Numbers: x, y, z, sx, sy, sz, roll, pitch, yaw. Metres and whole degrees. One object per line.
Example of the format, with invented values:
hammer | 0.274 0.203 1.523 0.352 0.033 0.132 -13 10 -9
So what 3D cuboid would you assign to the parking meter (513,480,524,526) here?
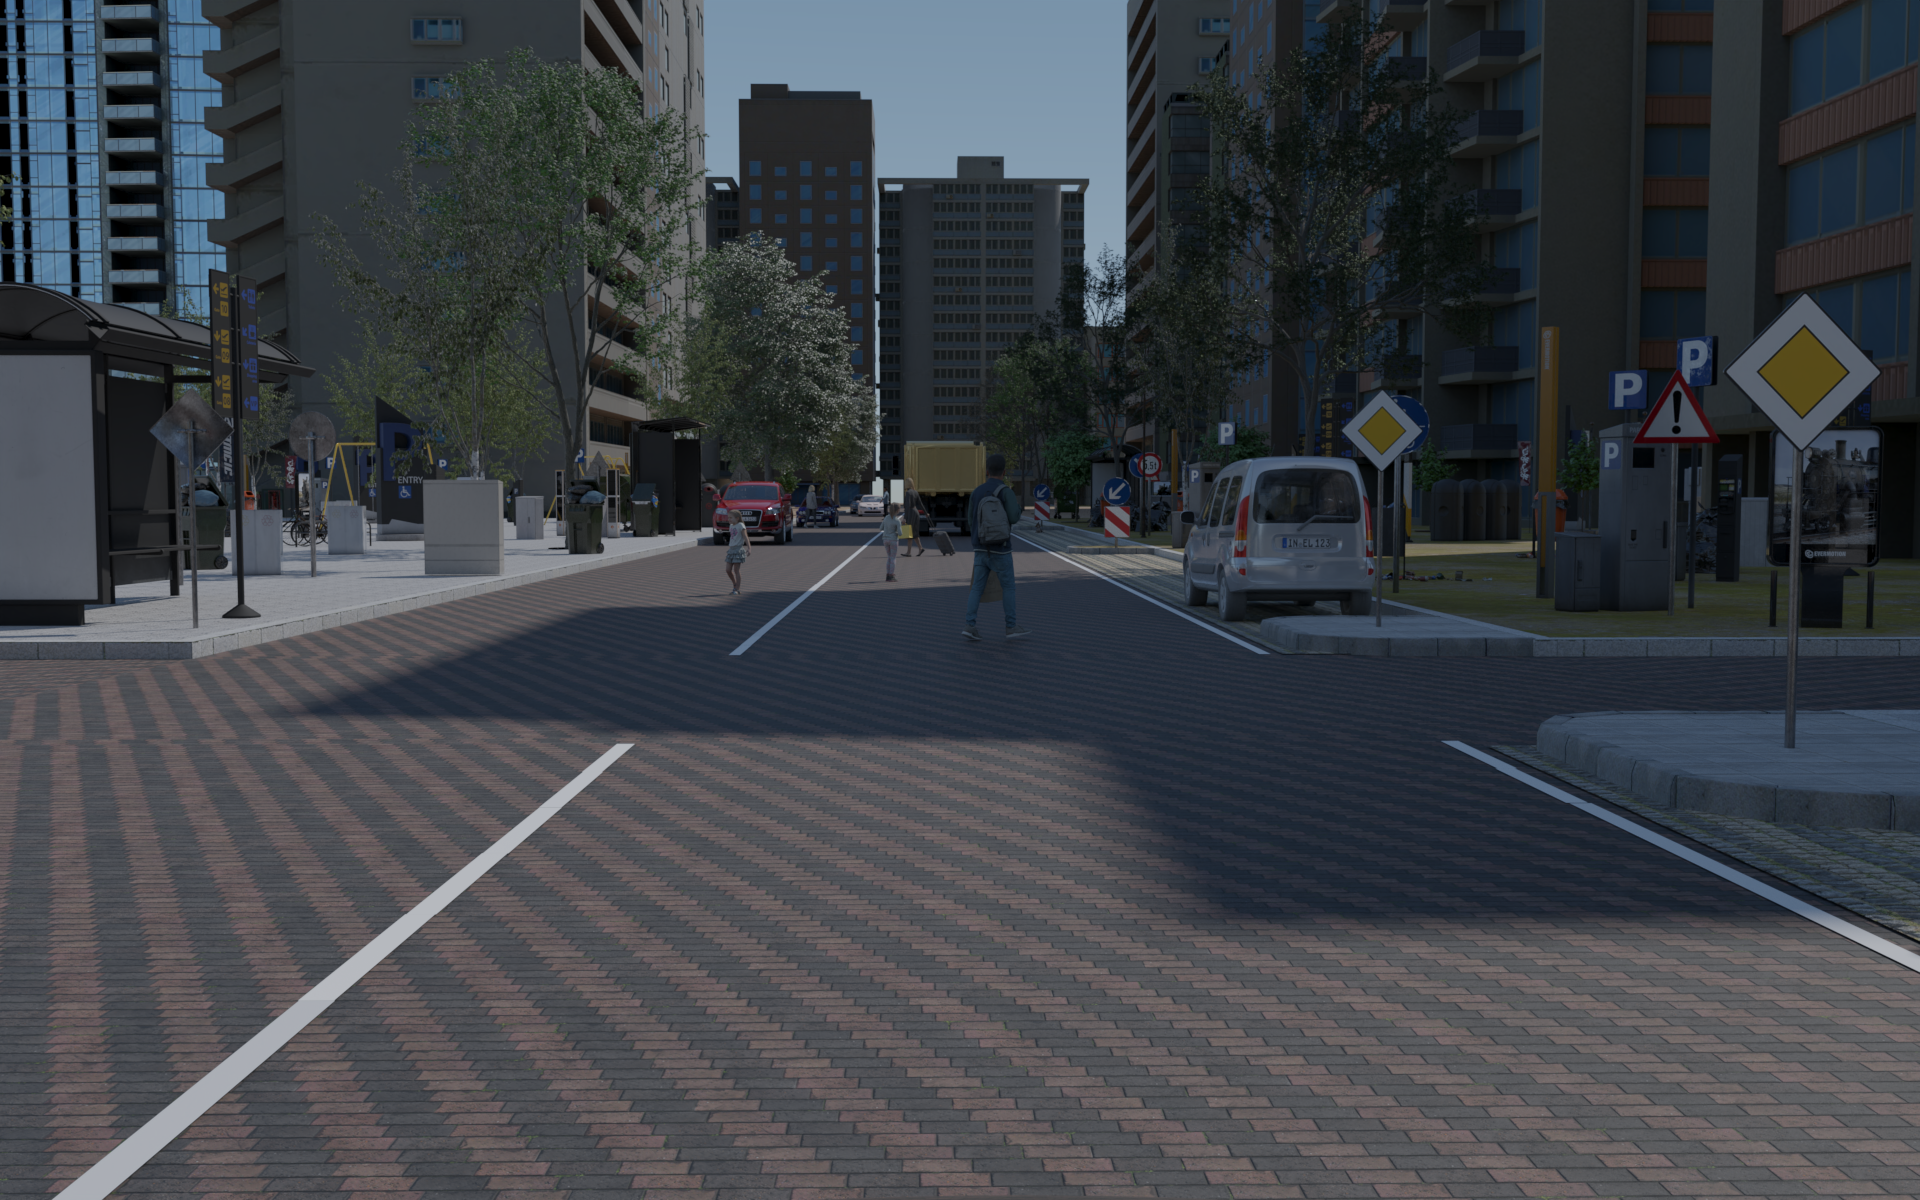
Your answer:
parking meter | -17.804 -3.921 69.817 0.399 1.863 0.255 2 4 32

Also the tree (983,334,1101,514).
tree | 5.205 -11.265 109.937 9.928 11.665 9.643 0 3 0

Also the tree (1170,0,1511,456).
tree | 6.743 -5.970 32.017 7.601 10.594 8.767 -1 4 -19

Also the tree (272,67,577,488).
tree | -8.581 -4.851 29.680 4.360 8.622 3.978 0 3 0

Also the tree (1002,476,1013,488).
tree | 4.213 -10.508 166.403 1.663 3.219 1.824 0 3 0

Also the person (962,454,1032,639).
person | 0.306 -0.521 17.002 0.713 1.824 0.794 -3 4 -36

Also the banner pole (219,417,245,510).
banner pole | -19.041 -3.388 45.419 0.863 3.779 0.401 0 4 6

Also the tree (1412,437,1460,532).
tree | 15.802 -3.913 58.573 1.663 3.219 1.824 0 3 0

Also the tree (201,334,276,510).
tree | -30.082 -7.534 73.542 4.360 8.622 3.978 0 3 0

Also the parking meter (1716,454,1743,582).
parking meter | 11.270 -1.203 25.379 0.255 1.863 0.399 3 4 37

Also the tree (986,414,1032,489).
tree | 4.203 -12.394 153.011 4.737 8.622 4.395 0 3 0

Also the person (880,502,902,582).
person | -1.112 -0.954 28.373 0.425 1.301 0.394 1 4 21

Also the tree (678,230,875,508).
tree | -9.168 -10.833 83.773 9.857 13.997 8.962 0 3 0

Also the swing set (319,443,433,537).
swing set | -17.798 -3.393 53.092 3.119 2.851 2.862 0 4 6

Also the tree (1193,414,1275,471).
tree | 11.275 -5.361 71.358 4.285 4.588 4.351 0 3 0

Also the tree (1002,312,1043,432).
tree | 5.901 -7.899 63.566 8.767 10.594 7.601 0 4 -4

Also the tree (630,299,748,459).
tree | -10.060 -6.979 64.467 4.737 8.622 4.395 0 3 0

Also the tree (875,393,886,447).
tree | -11.308 -15.404 158.512 9.857 13.997 8.962 0 3 0

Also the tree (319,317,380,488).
tree | -23.436 -7.332 70.235 4.737 8.622 4.395 0 3 0

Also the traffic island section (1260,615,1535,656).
traffic island section | 4.066 0.338 16.753 2.009 0.180 2.903 0 4 -1

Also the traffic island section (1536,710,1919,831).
traffic island section | 4.215 0.826 8.769 2.009 0.180 2.903 0 4 -1

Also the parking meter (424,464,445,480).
parking meter | -10.271 -1.725 33.916 0.255 1.863 0.399 1 4 12

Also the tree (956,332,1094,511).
tree | 4.838 -13.418 129.757 12.009 13.543 11.850 0 3 0

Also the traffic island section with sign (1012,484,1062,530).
traffic island section with sign | 3.099 -3.682 68.823 1.989 1.847 2.006 0 4 -1

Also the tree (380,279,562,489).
tree | -15.736 -6.527 57.080 4.737 8.622 4.395 0 3 0

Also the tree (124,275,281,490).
tree | -25.181 -6.629 58.747 4.737 8.622 4.395 0 3 0

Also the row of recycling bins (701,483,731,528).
row of recycling bins | -10.122 -3.622 66.331 3.534 1.692 1.069 -2 4 -24

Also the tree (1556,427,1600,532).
tree | 17.913 -3.397 50.142 1.663 3.219 1.824 0 3 0

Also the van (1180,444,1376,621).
van | 3.728 -0.841 20.764 2.013 2.044 4.112 0 4 -1

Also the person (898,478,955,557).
person | -0.790 -1.902 39.816 1.509 1.804 0.699 -2 4 -29

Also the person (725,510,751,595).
person | -3.121 -0.681 24.655 0.505 1.210 0.382 3 5 40

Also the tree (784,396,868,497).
tree | -11.524 -13.066 148.046 7.601 10.594 8.767 -1 4 -23

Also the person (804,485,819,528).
person | -6.281 -3.909 72.587 0.728 1.800 0.709 -3 5 -44

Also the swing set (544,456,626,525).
swing set | -15.301 -4.520 71.516 2.862 2.851 3.119 -3 5 -41

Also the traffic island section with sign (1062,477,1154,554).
traffic island section with sign | 3.603 -2.033 41.872 1.989 1.847 2.006 0 4 -1

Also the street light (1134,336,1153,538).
street light | 5.402 -4.770 50.781 0.468 5.910 1.993 0 4 -1

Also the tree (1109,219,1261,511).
tree | 6.038 -5.857 46.126 4.360 8.622 3.978 0 3 0

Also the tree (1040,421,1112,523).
tree | 5.195 -5.767 77.999 4.285 4.588 4.351 0 3 0

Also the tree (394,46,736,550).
tree | -9.000 -6.986 39.975 9.928 11.665 9.643 0 3 0

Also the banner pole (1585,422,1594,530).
banner pole | 21.711 -4.276 59.922 0.863 3.779 0.401 -3 5 -41

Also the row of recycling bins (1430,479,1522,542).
row of recycling bins | 14.374 -2.499 47.978 3.534 1.692 1.069 -3 4 -38

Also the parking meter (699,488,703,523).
parking meter | -9.364 -3.417 61.583 0.399 1.863 0.255 0 3 0

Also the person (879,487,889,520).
person | -4.122 -5.320 95.467 0.705 1.826 1.348 1 4 16

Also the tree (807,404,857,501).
tree | -10.300 -11.407 136.864 4.737 8.622 4.395 0 3 0

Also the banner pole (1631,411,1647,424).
banner pole | 20.650 -3.837 52.750 0.401 3.779 0.863 -1 4 -19

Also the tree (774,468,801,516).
tree | -10.323 -6.640 103.160 1.663 3.219 1.824 0 3 0

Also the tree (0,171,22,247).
tree | -16.233 -4.559 24.901 4.737 8.622 4.395 0 3 0

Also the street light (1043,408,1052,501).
street light | 4.624 -7.245 91.249 0.468 5.910 1.993 0 4 -1
